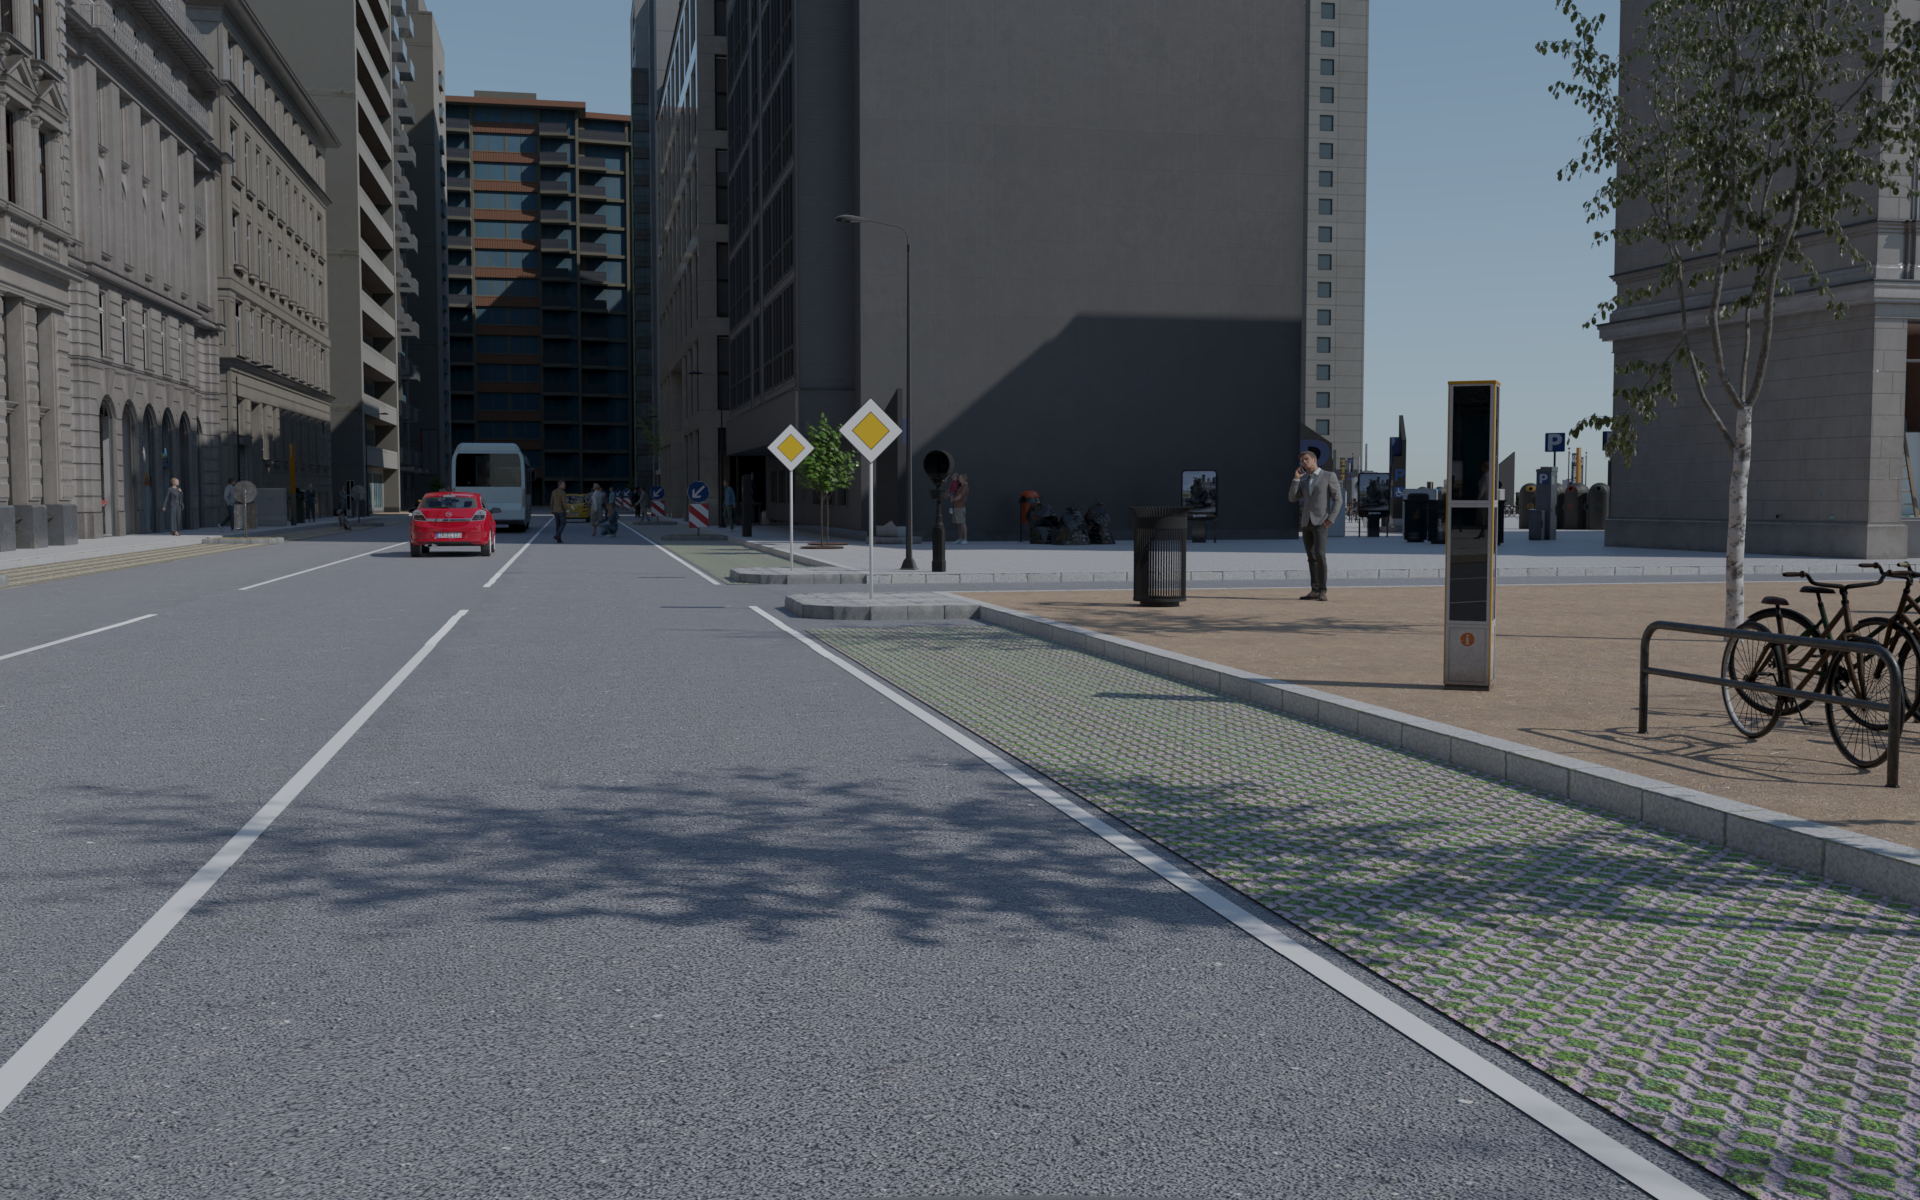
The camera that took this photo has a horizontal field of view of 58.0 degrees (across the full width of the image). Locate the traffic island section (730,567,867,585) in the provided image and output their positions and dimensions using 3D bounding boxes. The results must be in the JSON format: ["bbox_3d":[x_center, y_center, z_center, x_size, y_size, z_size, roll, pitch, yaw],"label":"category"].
[{"bbox_3d":[-2.765,-0.405,28.895,2.009,0.180,2.903,-1,4,-12],"label":"traffic island section"}]

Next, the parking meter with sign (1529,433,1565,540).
[{"bbox_3d":[16.419,-3.198,48.553,0.543,3.016,1.738,2,4,35],"label":"parking meter with sign"}]

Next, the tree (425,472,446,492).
[{"bbox_3d":[-45.921,-9.644,152.284,1.663,3.219,1.824,0,3,0],"label":"tree"}]

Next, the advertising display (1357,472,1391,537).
[{"bbox_3d":[12.349,-2.844,51.715,0.974,1.923,0.123,0,4,-4],"label":"advertising display"}]

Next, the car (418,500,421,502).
[{"bbox_3d":[-36.305,-6.687,119.563,2.015,1.641,3.980,-1,4,-12],"label":"car"}]

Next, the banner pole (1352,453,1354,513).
[{"bbox_3d":[23.815,-7.032,104.992,0.401,3.779,0.863,1,4,10],"label":"banner pole"}]

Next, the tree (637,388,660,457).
[{"bbox_3d":[-17.728,-9.602,107.357,4.737,8.622,4.395,0,3,0],"label":"tree"}]

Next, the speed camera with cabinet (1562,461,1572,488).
[{"bbox_3d":[37.506,-6.800,105.514,2.038,3.252,0.660,-3,4,-37],"label":"speed camera with cabinet"}]

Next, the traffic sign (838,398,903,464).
[{"bbox_3d":[-1.058,-1.151,21.011,0.795,2.593,0.064,-1,4,-12],"label":"traffic sign"}]

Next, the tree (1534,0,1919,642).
[{"bbox_3d":[6.865,-3.953,14.999,4.360,8.622,3.978,0,3,0],"label":"tree"}]

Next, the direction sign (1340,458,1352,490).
[{"bbox_3d":[24.067,-7.095,108.006,0.876,3.537,0.379,-1,4,-20],"label":"direction sign"}]

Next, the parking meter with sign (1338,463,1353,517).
[{"bbox_3d":[20.763,-6.088,95.795,1.738,3.016,0.543,0,4,1],"label":"parking meter with sign"}]

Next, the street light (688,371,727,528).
[{"bbox_3d":[-9.586,-5.702,65.773,1.470,5.913,1.316,-1,4,-12],"label":"street light"}]

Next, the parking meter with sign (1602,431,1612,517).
[{"bbox_3d":[18.216,-3.114,47.176,0.543,3.016,1.738,-1,4,-13],"label":"parking meter with sign"}]

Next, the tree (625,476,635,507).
[{"bbox_3d":[-33.678,-11.261,178.723,1.663,3.219,1.824,0,3,0],"label":"tree"}]

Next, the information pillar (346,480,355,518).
[{"bbox_3d":[-32.325,-5.343,91.842,0.304,2.012,0.304,2,4,25],"label":"information pillar"}]

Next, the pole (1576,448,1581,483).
[{"bbox_3d":[27.088,-5.019,75.904,0.158,3.312,0.155,0,3,0],"label":"pole"}]

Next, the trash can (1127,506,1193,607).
[{"bbox_3d":[2.288,-0.499,19.820,0.748,1.137,0.748,0,3,0],"label":"trash can"}]

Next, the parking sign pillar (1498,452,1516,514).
[{"bbox_3d":[34.532,-7.426,109.890,1.447,3.967,1.447,-1,4,-22],"label":"parking sign pillar"}]

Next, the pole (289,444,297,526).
[{"bbox_3d":[-27.115,-4.682,70.388,0.158,3.312,0.155,0,3,0],"label":"pole"}]

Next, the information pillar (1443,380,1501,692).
[{"bbox_3d":[3.357,-0.420,11.365,0.304,2.012,0.304,1,4,22],"label":"information pillar"}]

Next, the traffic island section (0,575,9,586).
[{"bbox_3d":[-15.695,-0.230,26.045,2.009,0.180,2.903,-1,4,-12],"label":"traffic island section"}]

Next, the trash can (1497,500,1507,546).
[{"bbox_3d":[13.268,-1.931,43.233,0.748,1.137,0.748,0,3,0],"label":"trash can"}]

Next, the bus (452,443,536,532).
[{"bbox_3d":[-18.493,-4.532,68.964,2.948,3.499,13.247,-1,4,-13],"label":"bus"}]

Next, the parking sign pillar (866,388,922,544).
[{"bbox_3d":[-1.707,-3.440,44.722,1.447,3.967,1.447,-2,4,-28],"label":"parking sign pillar"}]

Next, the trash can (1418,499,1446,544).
[{"bbox_3d":[12.333,-2.009,44.494,0.748,1.137,0.748,0,3,0],"label":"trash can"}]

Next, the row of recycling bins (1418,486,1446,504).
[{"bbox_3d":[26.282,-5.288,93.568,3.534,1.692,1.069,3,4,39],"label":"row of recycling bins"}]

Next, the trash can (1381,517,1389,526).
[{"bbox_3d":[15.741,-3.169,63.462,0.748,1.137,0.748,0,3,0],"label":"trash can"}]

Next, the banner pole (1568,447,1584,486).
[{"bbox_3d":[32.831,-6.288,92.828,0.863,3.779,0.401,0,4,-7],"label":"banner pole"}]

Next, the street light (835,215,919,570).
[{"bbox_3d":[-1.394,-3.460,29.115,1.470,5.913,1.316,-1,4,-12],"label":"street light"}]

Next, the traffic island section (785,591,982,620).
[{"bbox_3d":[-1.037,0.072,21.099,2.009,0.180,2.903,-1,4,-12],"label":"traffic island section"}]

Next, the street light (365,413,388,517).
[{"bbox_3d":[-33.318,-7.728,98.899,1.470,5.913,1.316,-1,4,-12],"label":"street light"}]

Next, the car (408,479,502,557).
[{"bbox_3d":[-11.990,-1.958,41.046,2.155,1.783,4.494,-1,4,-13],"label":"car"}]

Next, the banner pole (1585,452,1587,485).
[{"bbox_3d":[36.847,-6.886,102.595,0.863,3.779,0.401,-1,4,-9],"label":"banner pole"}]

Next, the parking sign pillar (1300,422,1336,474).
[{"bbox_3d":[12.673,-4.497,62.004,1.447,3.967,1.447,0,4,2],"label":"parking sign pillar"}]

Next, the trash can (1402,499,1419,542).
[{"bbox_3d":[12.137,-2.107,46.098,0.748,1.137,0.748,0,3,0],"label":"trash can"}]

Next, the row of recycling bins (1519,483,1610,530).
[{"bbox_3d":[21.952,-3.411,62.886,1.069,1.692,3.534,-3,5,-42],"label":"row of recycling bins"}]

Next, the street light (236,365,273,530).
[{"bbox_3d":[-25.340,-5.483,62.194,1.470,5.913,1.316,-1,4,-12],"label":"street light"}]

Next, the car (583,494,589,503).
[{"bbox_3d":[-23.476,-6.039,108.967,2.015,1.641,3.980,-1,4,-11],"label":"car"}]

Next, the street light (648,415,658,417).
[{"bbox_3d":[-17.702,-7.945,102.448,1.470,5.913,1.316,-1,4,-12],"label":"street light"}]

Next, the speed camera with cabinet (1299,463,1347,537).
[{"bbox_3d":[10.486,-3.495,51.474,2.038,3.252,0.660,-2,4,-26],"label":"speed camera with cabinet"}]

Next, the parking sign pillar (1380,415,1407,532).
[{"bbox_3d":[14.796,-4.284,58.515,1.447,3.967,1.447,1,4,9],"label":"parking sign pillar"}]

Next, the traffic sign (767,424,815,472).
[{"bbox_3d":[-2.786,-1.628,28.808,0.795,2.593,0.064,-1,4,-12],"label":"traffic sign"}]

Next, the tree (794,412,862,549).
[{"bbox_3d":[-3.449,-2.981,43.349,1.663,3.219,1.824,0,3,0],"label":"tree"}]

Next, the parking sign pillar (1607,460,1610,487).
[{"bbox_3d":[35.571,-6.408,93.244,1.447,3.967,1.447,-3,5,-44],"label":"parking sign pillar"}]

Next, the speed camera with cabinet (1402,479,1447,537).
[{"bbox_3d":[14.419,-3.537,52.171,2.038,3.252,0.660,1,4,20],"label":"speed camera with cabinet"}]

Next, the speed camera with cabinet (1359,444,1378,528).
[{"bbox_3d":[15.963,-4.460,67.252,0.660,3.252,2.038,1,4,12],"label":"speed camera with cabinet"}]

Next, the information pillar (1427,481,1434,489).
[{"bbox_3d":[27.374,-5.897,100.903,0.304,2.012,0.304,3,4,39],"label":"information pillar"}]

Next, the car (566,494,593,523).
[{"bbox_3d":[-19.684,-4.766,88.147,2.015,1.641,3.980,-1,4,-11],"label":"car"}]

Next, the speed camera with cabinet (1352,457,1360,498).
[{"bbox_3d":[20.389,-5.937,91.412,2.038,3.252,0.660,0,4,0],"label":"speed camera with cabinet"}]

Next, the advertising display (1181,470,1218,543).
[{"bbox_3d":[6.308,-2.472,45.628,0.974,1.923,0.123,2,4,23],"label":"advertising display"}]

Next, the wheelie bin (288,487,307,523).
[{"bbox_3d":[-29.018,-4.162,75.956,0.693,1.594,0.980,-1,4,-11],"label":"wheelie bin"}]
